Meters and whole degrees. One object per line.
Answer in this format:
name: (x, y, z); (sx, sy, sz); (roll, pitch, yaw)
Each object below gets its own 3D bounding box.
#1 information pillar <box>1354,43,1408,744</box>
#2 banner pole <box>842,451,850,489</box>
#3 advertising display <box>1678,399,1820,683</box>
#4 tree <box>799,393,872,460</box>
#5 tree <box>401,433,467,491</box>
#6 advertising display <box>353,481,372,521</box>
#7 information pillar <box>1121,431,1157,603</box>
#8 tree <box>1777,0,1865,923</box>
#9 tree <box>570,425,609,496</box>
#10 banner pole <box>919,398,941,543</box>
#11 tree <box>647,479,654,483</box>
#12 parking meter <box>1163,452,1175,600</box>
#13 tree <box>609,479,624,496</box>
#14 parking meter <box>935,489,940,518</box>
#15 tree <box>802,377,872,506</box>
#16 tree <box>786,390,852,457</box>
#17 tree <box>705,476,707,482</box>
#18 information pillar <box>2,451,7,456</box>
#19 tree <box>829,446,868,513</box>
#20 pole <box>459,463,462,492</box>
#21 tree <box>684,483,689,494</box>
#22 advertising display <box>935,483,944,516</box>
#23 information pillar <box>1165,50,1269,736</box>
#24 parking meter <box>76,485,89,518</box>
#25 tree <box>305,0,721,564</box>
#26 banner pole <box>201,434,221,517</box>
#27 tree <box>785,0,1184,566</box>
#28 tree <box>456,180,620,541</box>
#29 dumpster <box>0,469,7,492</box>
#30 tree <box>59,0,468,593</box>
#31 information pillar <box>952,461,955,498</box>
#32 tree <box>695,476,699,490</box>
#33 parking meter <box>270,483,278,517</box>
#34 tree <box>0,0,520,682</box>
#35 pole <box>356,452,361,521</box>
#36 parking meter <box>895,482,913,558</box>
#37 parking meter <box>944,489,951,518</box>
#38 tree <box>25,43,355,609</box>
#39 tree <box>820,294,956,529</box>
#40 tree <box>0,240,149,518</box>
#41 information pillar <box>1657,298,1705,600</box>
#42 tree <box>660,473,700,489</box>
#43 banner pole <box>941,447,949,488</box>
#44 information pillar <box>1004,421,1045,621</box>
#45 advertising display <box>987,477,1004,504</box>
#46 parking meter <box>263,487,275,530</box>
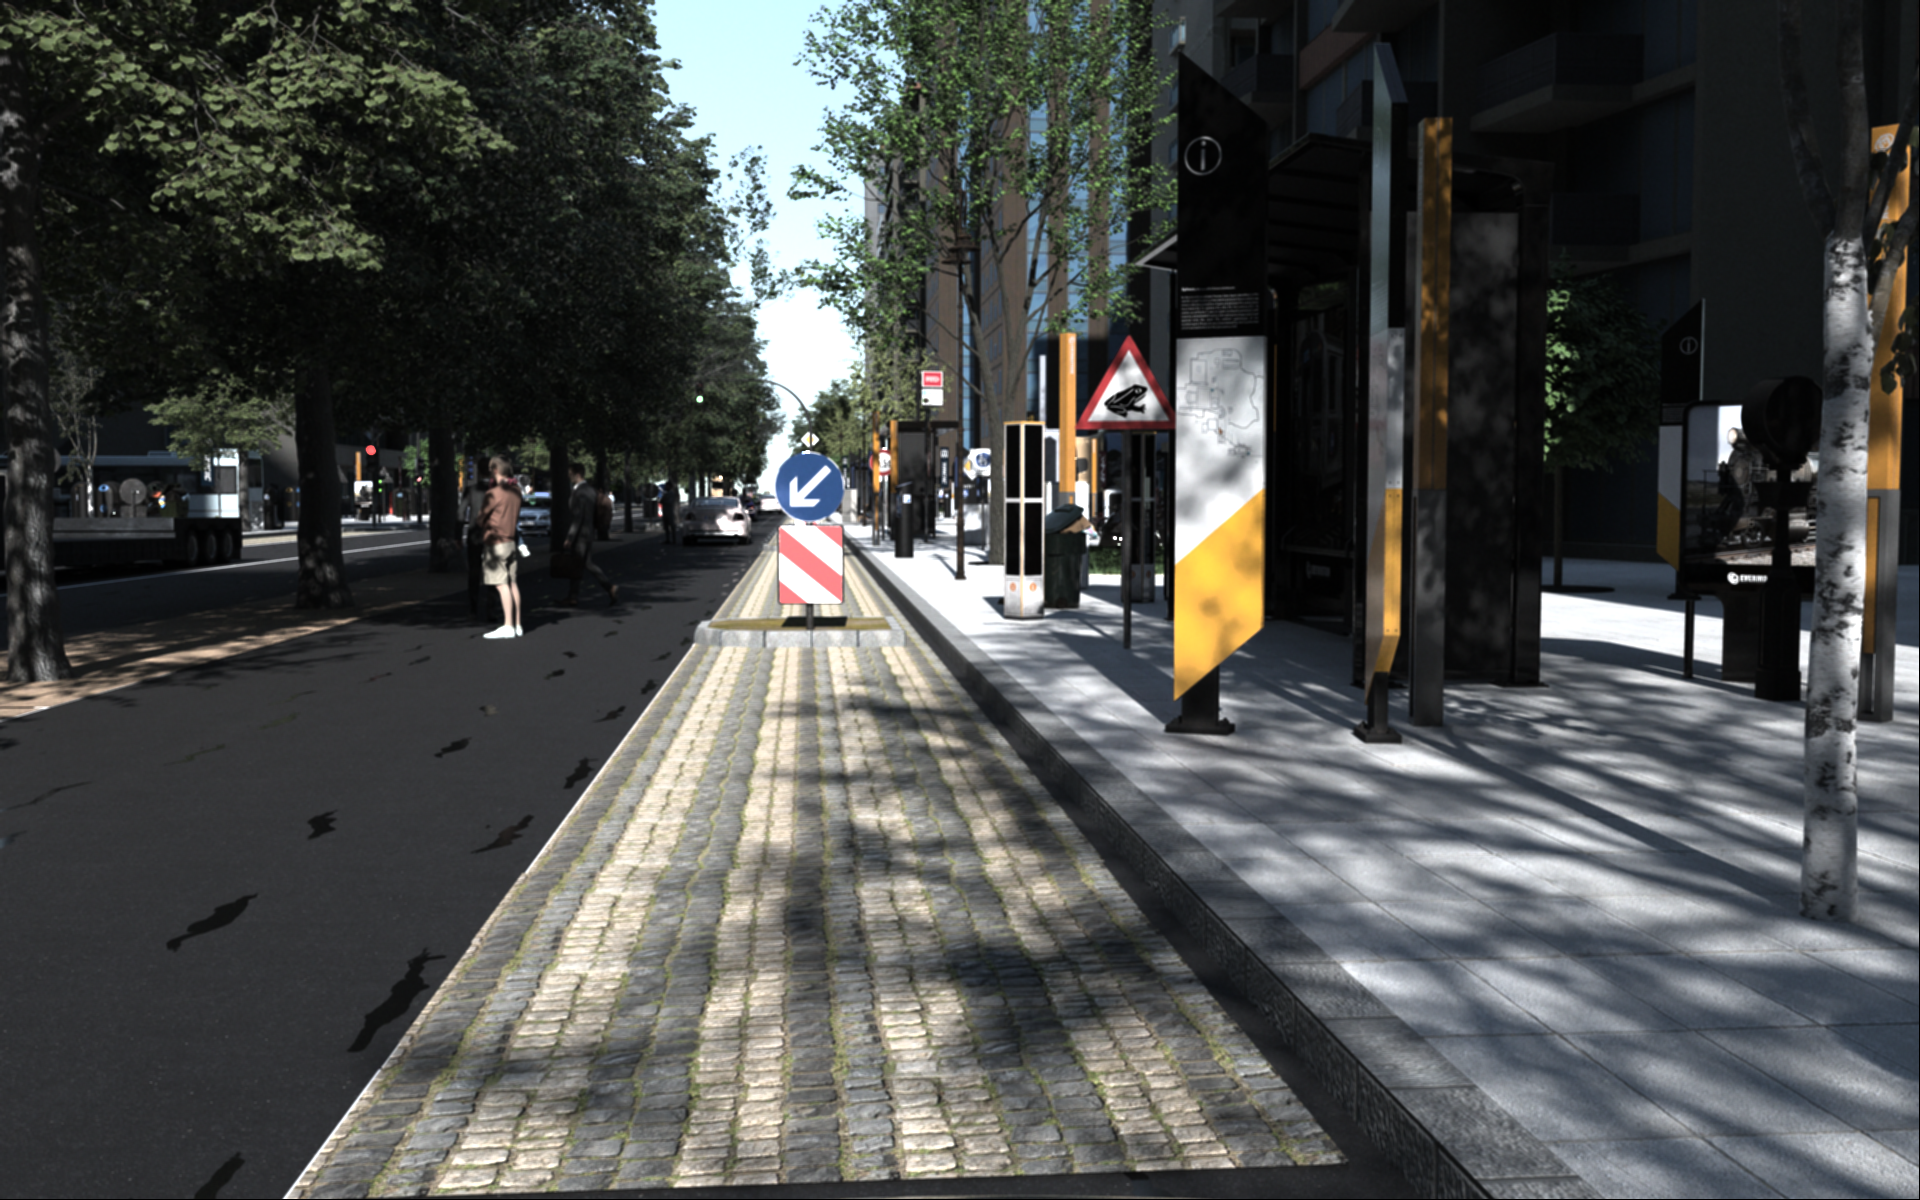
information pillar: (2.182, -1.072, 8.879); (0.183, 3.616, 0.504); (0, 4, 2)
banner pole: (-6.557, -6.754, 100.438); (0.401, 3.779, 0.863); (-3, 5, -44)
advertising display: (5.387, -0.398, 11.726); (0.974, 1.923, 0.123); (3, 5, 41)
tree: (-11.361, -13.705, 158.487); (7.601, 10.594, 8.767); (0, 4, 6)
tree: (-26.839, -6.382, 88.059); (4.285, 4.588, 4.351); (0, 3, 0)
advertising display: (-28.523, -4.756, 82.969); (0.974, 1.923, 0.123); (-2, 4, -25)
information pillar: (2.107, -0.976, 20.450); (0.304, 2.012, 0.304); (3, 4, 36)
tree: (2.857, -3.336, 4.907); (4.360, 8.622, 3.978); (0, 3, 0)
tree: (-33.670, -15.188, 165.338); (9.611, 12.733, 9.660); (0, 3, 0)
banner pole: (-0.839, -3.363, 44.998); (0.401, 3.779, 0.863); (-1, 4, -11)
tree: (-38.164, -13.329, 212.522); (1.663, 3.219, 1.824); (0, 3, 0)
parking meter: (2.651, -0.923, 20.799); (0.255, 1.863, 0.399); (-2, 4, -35)
tree: (-35.926, -11.476, 182.230); (1.663, 3.219, 1.824); (0, 3, 0)
parking meter: (-1.309, -5.290, 94.902); (0.372, 1.533, 0.369); (0, 3, 0)
tree: (-11.437, -15.317, 168.566); (7.486, 12.596, 7.792); (0, 3, 0)
tree: (-16.826, -18.797, 213.992); (9.857, 13.997, 8.962); (0, 3, 0)
tree: (-45.667, -22.995, 294.090); (7.486, 12.596, 7.792); (0, 3, 0)
information pillar: (-50.385, -6.120, 91.420); (0.183, 3.616, 0.504); (2, 4, 30)
tree: (-7.612, -8.322, 119.777); (4.285, 4.588, 4.351); (0, 3, 0)
pole: (-26.875, -6.080, 93.243); (0.158, 3.312, 0.155); (0, 3, 0)
tree: (-44.569, -17.623, 282.730); (1.663, 3.219, 1.824); (0, 3, 0)
advertising display: (-1.422, -5.993, 103.201); (0.974, 1.923, 0.123); (-2, 4, -30)
information pillar: (1.371, -1.091, 9.193); (0.504, 3.616, 0.183); (1, 4, 21)
parking meter: (-24.867, -2.494, 49.188); (0.372, 1.533, 0.369); (0, 3, 0)
tree: (-9.753, -8.136, 42.135); (9.857, 13.997, 8.962); (0, 3, 0)
banner pole: (-28.011, -4.579, 64.882); (0.863, 3.779, 0.401); (-1, 4, -22)
tree: (0.733, -6.453, 31.260); (9.928, 11.665, 9.643); (0, 3, 0)
tree: (-10.967, -7.593, 52.354); (9.928, 11.665, 9.643); (0, 3, 0)
dumpster: (-22.521, -2.156, 41.003); (1.264, 1.857, 1.865); (0, 4, -5)
tree: (-9.318, -7.457, 31.033); (9.857, 13.997, 8.962); (0, 3, 0)
information pillar: (-0.451, -8.074, 123.371); (0.183, 3.616, 0.504); (1, 4, 14)
tree: (-46.266, -21.578, 303.162); (4.737, 8.622, 4.395); (0, 3, 0)
parking meter: (-37.567, -5.459, 94.970); (0.399, 1.863, 0.255); (-3, 5, -43)
tree: (-6.945, -5.623, 12.521); (7.486, 12.596, 7.792); (0, 3, 0)
pole: (-29.123, -5.509, 83.921); (0.158, 3.312, 0.155); (0, 3, 0)
parking meter: (-1.126, -1.623, 34.944); (0.372, 1.533, 0.369); (0, 3, 0)
parking meter: (-0.680, -5.177, 93.058); (0.372, 1.533, 0.369); (0, 3, 0)
tree: (-7.939, -6.854, 21.179); (9.857, 13.997, 8.962); (0, 3, 0)
tree: (-2.593, -6.936, 63.758); (4.737, 8.622, 4.395); (0, 3, 0)
tree: (-24.646, -5.995, 48.377); (4.360, 8.622, 3.978); (0, 3, 0)
information pillar: (8.740, -1.813, 20.991); (0.504, 3.616, 0.183); (3, 5, 42)
tree: (-43.710, -21.126, 263.542); (7.486, 12.596, 7.792); (0, 3, 0)
banner pole: (-0.861, -5.579, 81.237); (0.863, 3.779, 0.401); (-2, 4, -33)
information pillar: (0.655, -0.806, 17.669); (0.304, 2.012, 0.304); (-3, 4, -36)
advertising display: (1.536, -3.790, 67.180); (0.974, 1.923, 0.123); (0, 4, -3)
parking meter: (-24.655, -3.264, 61.780); (0.372, 1.533, 0.369); (0, 3, 0)
